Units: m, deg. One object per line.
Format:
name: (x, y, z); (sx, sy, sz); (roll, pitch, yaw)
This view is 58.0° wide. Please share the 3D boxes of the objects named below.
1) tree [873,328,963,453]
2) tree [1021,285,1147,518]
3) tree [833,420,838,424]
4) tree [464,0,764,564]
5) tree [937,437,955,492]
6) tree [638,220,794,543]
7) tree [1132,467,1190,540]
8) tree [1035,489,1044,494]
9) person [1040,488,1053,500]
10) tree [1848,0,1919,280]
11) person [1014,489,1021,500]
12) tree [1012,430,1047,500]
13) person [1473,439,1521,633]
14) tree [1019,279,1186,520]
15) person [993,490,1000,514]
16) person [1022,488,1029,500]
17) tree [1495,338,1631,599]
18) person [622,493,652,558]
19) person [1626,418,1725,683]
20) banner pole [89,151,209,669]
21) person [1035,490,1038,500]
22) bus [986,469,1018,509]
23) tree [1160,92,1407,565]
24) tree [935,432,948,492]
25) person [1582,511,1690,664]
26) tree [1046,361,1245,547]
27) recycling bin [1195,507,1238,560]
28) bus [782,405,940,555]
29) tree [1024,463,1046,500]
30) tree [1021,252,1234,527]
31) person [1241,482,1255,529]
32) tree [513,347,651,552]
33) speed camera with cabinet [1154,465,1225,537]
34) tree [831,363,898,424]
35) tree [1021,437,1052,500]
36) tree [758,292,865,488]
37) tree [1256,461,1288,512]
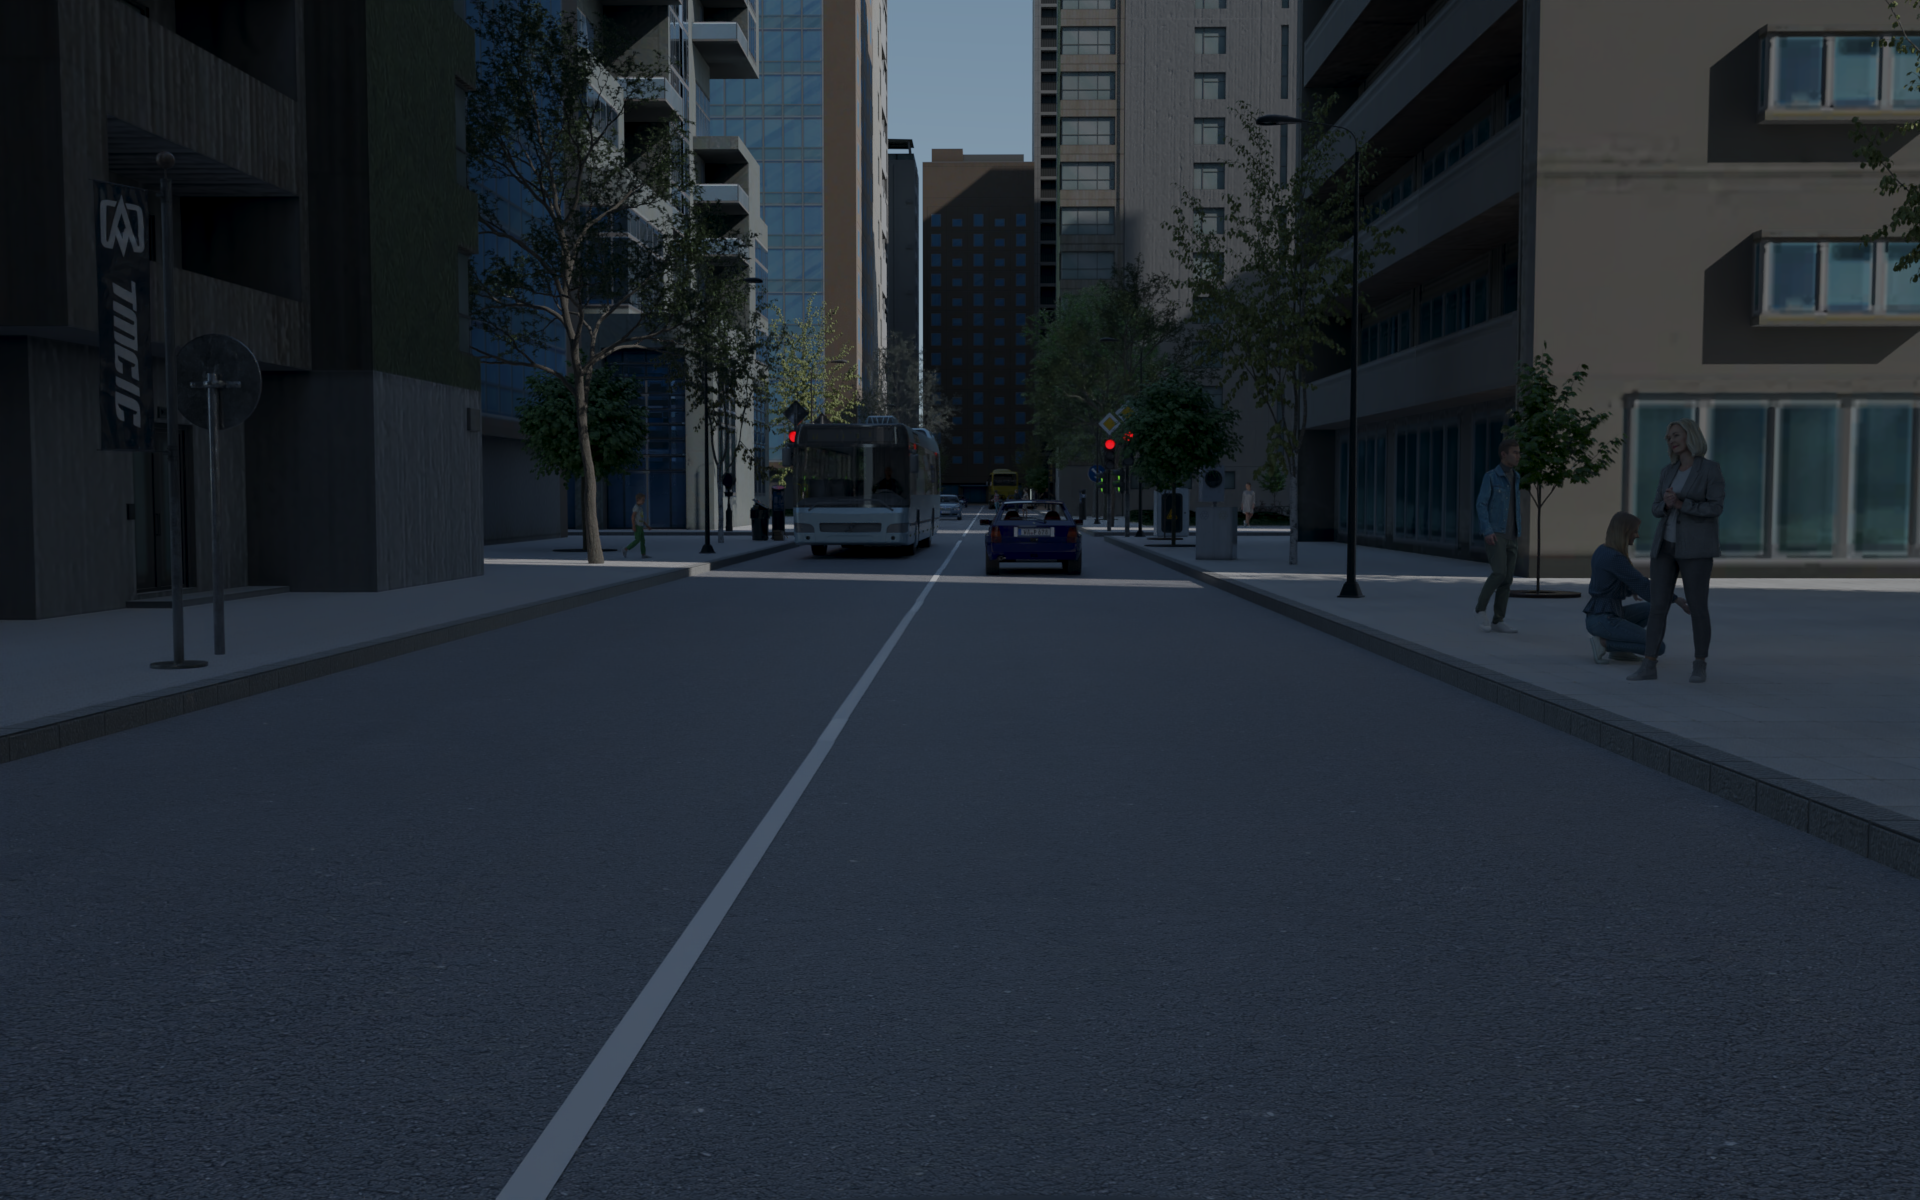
tree: (-4.784, -13.279, 127.477); (12.009, 13.543, 11.850); (0, 3, 0)
tree: (7.044, -10.786, 94.481); (7.486, 12.596, 7.792); (0, 3, 0)
tree: (-5.457, -5.681, 76.599); (4.285, 4.588, 4.351); (0, 3, 0)
tree: (-7.046, -5.949, 31.682); (7.601, 10.594, 8.767); (1, 4, 9)
tree: (-3.020, -16.030, 212.453); (4.360, 8.622, 3.978); (0, 3, 0)
tree: (-6.260, -5.793, 45.073); (4.360, 8.622, 3.978); (0, 3, 0)
tree: (5.619, -3.298, 48.526); (1.663, 3.219, 1.824); (0, 3, 0)
tree: (9.135, -12.543, 199.681); (1.663, 3.219, 1.824); (0, 3, 0)
person: (7.650, -8.950, 152.389); (1.348, 1.822, 0.705); (0, 4, -4)
tree: (13.354, -4.380, 21.984); (4.737, 8.622, 4.395); (0, 3, 0)
person: (4.251, -7.310, 128.439); (0.534, 1.772, 0.576); (2, 4, 32)
tree: (7.930, -14.804, 192.409); (4.737, 8.622, 4.395); (0, 3, 0)
person: (4.974, -0.587, 15.988); (0.601, 1.785, 0.444); (-2, 4, -27)
tree: (7.068, -9.741, 85.020); (9.928, 11.665, 9.643); (0, 3, 0)
person: (2.735, -7.217, 127.338); (0.643, 1.720, 0.563); (2, 4, 30)
person: (3.495, -5.198, 93.820); (0.374, 1.781, 0.599); (-1, 4, -13)
tree: (7.184, -1.649, 21.564); (1.663, 3.219, 1.824); (0, 3, 0)
person: (-6.457, -1.486, 34.585); (0.590, 1.304, 0.306); (-1, 4, -12)
person: (4.917, -0.341, 11.797); (0.526, 1.800, 0.537); (-2, 4, -24)
banner pole: (-5.893, -1.378, 12.544); (0.401, 3.779, 0.863); (2, 4, 23)
person: (7.487, -9.992, 170.329); (0.530, 1.710, 0.541); (1, 4, 23)
bus: (4.199, -10.956, 170.669); (2.896, 3.916, 12.252); (0, 4, -1)
tree: (5.826, -4.950, 31.293); (4.737, 8.622, 4.395); (0, 3, 0)
tree: (-3.184, -14.716, 190.967); (4.737, 8.622, 4.395); (0, 3, 0)
person: (5.135, -0.103, 13.228); (0.738, 1.151, 1.012); (1, 4, 13)
tree: (5.169, -3.592, 42.449); (4.285, 4.588, 4.351); (0, 3, 0)
recycling bin: (5.043, -1.314, 34.033); (0.722, 1.027, 0.722); (1, 4, 18)
bus: (-2.134, -2.966, 43.358); (2.948, 3.499, 13.247); (0, 4, 2)
tree: (8.451, -12.260, 184.159); (4.285, 4.588, 4.351); (0, 3, 0)
tree: (6.071, -8.120, 67.179); (8.767, 10.594, 7.601); (-3, 4, -36)
person: (10.743, -3.541, 64.695); (0.466, 1.731, 0.760); (-1, 4, -17)
tree: (-8.433, -3.378, 38.946); (4.285, 4.588, 4.351); (0, 3, 0)
speed camera with cabinet: (6.886, -3.531, 52.060); (2.038, 3.252, 0.660); (0, 4, -4)
tree: (-5.214, -8.946, 96.625); (4.360, 8.622, 3.978); (0, 3, 0)
tree: (9.247, -15.995, 211.878); (4.360, 8.622, 3.978); (0, 3, 0)
tree: (-5.760, -6.958, 64.127); (4.737, 8.622, 4.395); (0, 3, 0)
tree: (15.546, -5.609, 86.304); (1.663, 3.219, 1.824); (0, 3, 0)
